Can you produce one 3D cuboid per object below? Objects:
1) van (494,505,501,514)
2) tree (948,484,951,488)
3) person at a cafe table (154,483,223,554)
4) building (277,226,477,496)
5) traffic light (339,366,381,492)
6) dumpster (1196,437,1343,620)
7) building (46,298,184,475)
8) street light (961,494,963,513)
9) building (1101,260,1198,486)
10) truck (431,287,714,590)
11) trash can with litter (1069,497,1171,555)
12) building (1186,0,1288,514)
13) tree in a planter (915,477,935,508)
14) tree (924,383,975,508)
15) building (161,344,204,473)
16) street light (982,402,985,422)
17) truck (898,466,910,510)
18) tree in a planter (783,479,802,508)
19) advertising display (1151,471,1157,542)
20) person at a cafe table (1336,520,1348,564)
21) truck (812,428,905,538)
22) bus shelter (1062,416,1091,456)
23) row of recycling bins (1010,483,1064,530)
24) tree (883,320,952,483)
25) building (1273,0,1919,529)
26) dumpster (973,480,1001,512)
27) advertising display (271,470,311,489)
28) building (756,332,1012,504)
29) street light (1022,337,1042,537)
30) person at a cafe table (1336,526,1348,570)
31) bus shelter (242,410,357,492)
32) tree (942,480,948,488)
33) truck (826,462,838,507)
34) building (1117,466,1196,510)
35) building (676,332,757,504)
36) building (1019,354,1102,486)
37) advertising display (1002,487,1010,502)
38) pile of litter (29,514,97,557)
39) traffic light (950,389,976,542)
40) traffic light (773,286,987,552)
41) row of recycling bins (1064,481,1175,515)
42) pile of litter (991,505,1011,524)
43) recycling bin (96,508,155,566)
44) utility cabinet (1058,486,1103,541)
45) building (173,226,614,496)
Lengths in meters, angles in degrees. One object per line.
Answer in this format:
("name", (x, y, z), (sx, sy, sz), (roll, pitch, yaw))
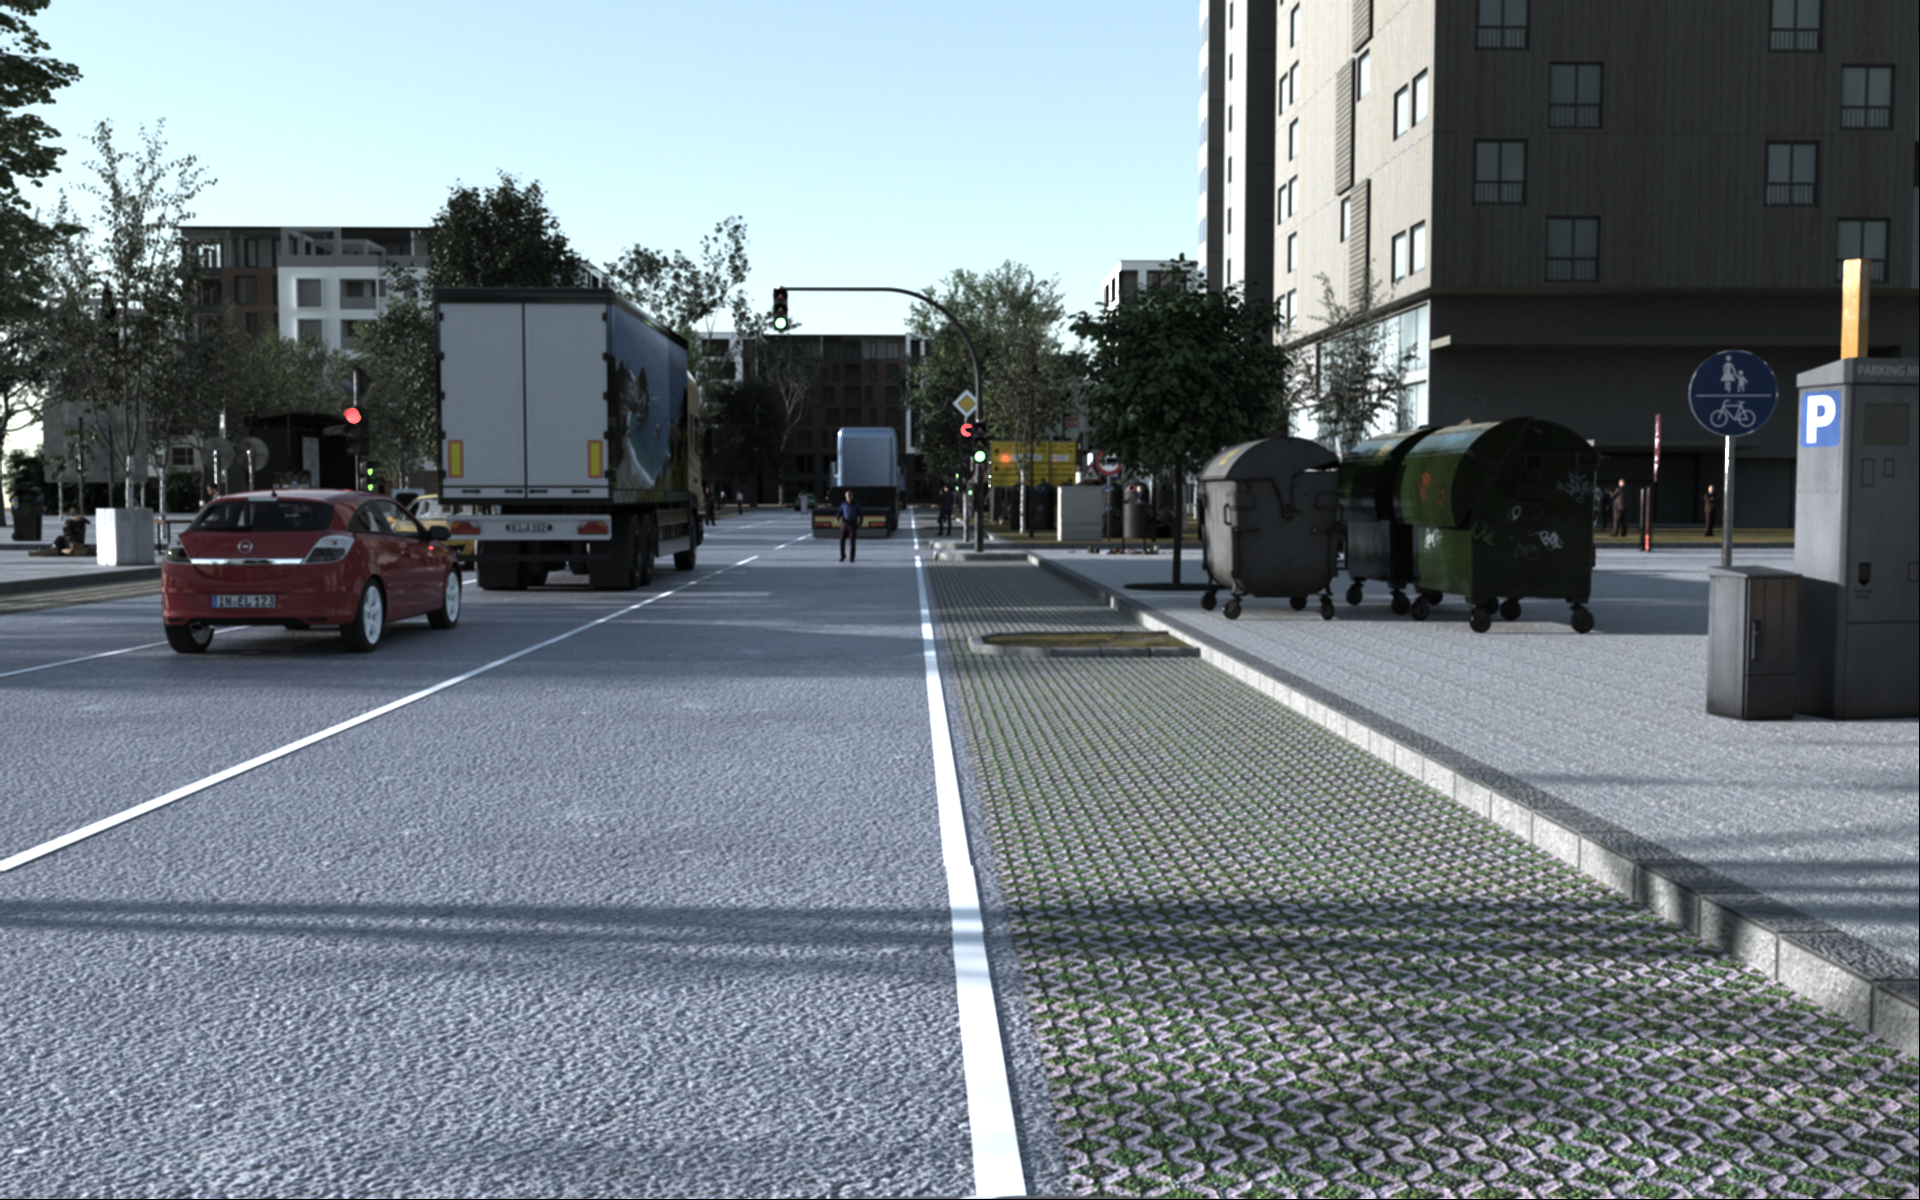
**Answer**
("van", (-13.575, -2.876, 54.030), (2.013, 2.044, 4.112), (0, 4, -2))
("tree", (-0.022, -10.807, 127.055), (4.737, 8.622, 4.395), (0, 3, 0))
("person at a cafe table", (-16.210, -1.732, 36.833), (1.622, 1.524, 1.698), (-2, 4, -35))
("building", (-39.902, -16.564, 127.246), (16.016, 20.091, 11.380), (0, 4, -2))
("traffic light", (-13.160, -2.998, 37.937), (0.839, 4.253, 0.868), (0, 4, -2))
("dumpster", (3.266, -0.768, 18.321), (1.264, 1.857, 1.865), (0, 4, -2))
("building", (-81.936, -19.401, 173.621), (11.380, 20.091, 16.016), (0, 4, -2))
("street light", (0.106, -9.027, 120.382), (0.468, 5.910, 1.993), (0, 4, -2))
("building", (27.404, -19.832, 168.234), (27.936, 21.610, 32.646), (0, 4, -2))
("truck", (-6.079, -2.460, 29.138), (2.839, 4.237, 11.283), (0, 4, -2))
("trash can with litter", (3.450, -1.612, 37.406), (2.233, 1.210, 1.678), (2, 4, 31))
("building", (25.404, -34.531, 106.581), (21.231, 58.520, 28.212), (0, 4, -2))
("tree in a planter", (-3.562, -10.890, 175.278), (1.991, 3.239, 1.994), (0, 4, -2))
("tree", (0.320, -15.026, 163.795), (7.486, 12.596, 7.792), (0, 3, 0))
("building", (-60.500, -18.802, 173.875), (31.486, 18.905, 16.747), (0, 4, -2))
("street light", (1.073, -6.907, 85.710), (0.468, 5.910, 1.993), (0, 4, -2))
("truck", (-6.247, -10.370, 159.314), (2.967, 4.110, 18.799), (0, 4, -1))
("tree in a planter", (-16.866, -10.871, 174.956), (1.991, 3.239, 1.994), (0, 4, -2))
("advertising display", (5.237, -2.545, 46.824), (0.123, 1.923, 0.974), (0, 4, 4))
("person at a cafe table", (7.233, -1.451, 32.234), (1.622, 1.524, 1.698), (-2, 4, -26))
("truck", (-3.650, -4.554, 64.214), (2.967, 4.110, 18.799), (0, 4, -1))
("bus shelter", (5.131, -6.693, 87.058), (2.179, 5.291, 8.768), (0, 4, -2))
("row of recycling bins", (3.370, -3.351, 61.901), (3.534, 1.692, 1.069), (2, 4, 32))
("tree", (-1.886, -20.156, 185.437), (12.611, 20.169, 13.585), (0, 3, 0))
("building", (29.284, -29.664, 74.251), (27.495, 52.752, 28.713), (0, 4, -2))
("dumpster", (1.448, -5.522, 92.786), (1.502, 2.255, 1.985), (0, 4, -2))
("advertising display", (-17.825, -2.508, 46.215), (0.974, 1.923, 0.123), (-1, 4, -14))
("building", (-9.438, -23.780, 232.781), (32.646, 21.610, 27.936), (0, 4, -2))
("street light", (2.116, -4.790, 51.110), (0.468, 5.910, 1.993), (0, 4, -2))
("person at a cafe table", (7.087, -1.139, 29.489), (1.726, 1.238, 1.698), (2, 4, 34))
("bus shelter", (-19.451, -3.701, 51.795), (1.731, 3.624, 6.357), (0, 4, -2))
("tree", (-0.300, -11.926, 145.358), (4.360, 8.622, 3.978), (0, 3, 0))
("truck", (-9.340, -9.090, 138.377), (2.967, 4.110, 18.799), (0, 4, -3))
("building", (18.393, -11.980, 138.024), (9.099, 9.664, 28.070), (0, 4, -2))
("building", (-42.506, -23.734, 232.028), (32.646, 21.610, 27.936), (0, 4, -2))
("building", (22.845, -22.118, 228.088), (31.486, 18.905, 16.747), (0, 4, -2))
("advertising display", (2.868, -6.755, 115.662), (0.974, 1.923, 0.123), (-2, 4, -26))
("pile of litter", (-18.473, -1.338, 35.834), (1.719, 0.858, 1.176), (2, 4, 31))
("traffic light", (0.162, -3.511, 46.328), (0.839, 4.253, 0.868), (0, 4, -2))
("traffic light", (-1.693, -3.882, 38.145), (4.771, 5.953, 1.251), (0, 4, -2))
("row of recycling bins", (5.308, -3.017, 56.435), (3.534, 1.692, 1.069), (2, 4, 25))
("pile of litter", (2.150, -3.646, 73.569), (1.719, 0.858, 1.176), (3, 5, 41))
("recycling bin", (-15.096, -1.148, 31.330), (0.722, 1.027, 0.722), (2, 4, 35))
("utility cabinet", (3.234, -2.326, 46.709), (1.173, 1.500, 0.318), (-1, 4, -15))
("building", (-46.412, -18.655, 148.992), (27.936, 21.610, 32.646), (0, 4, -2))
